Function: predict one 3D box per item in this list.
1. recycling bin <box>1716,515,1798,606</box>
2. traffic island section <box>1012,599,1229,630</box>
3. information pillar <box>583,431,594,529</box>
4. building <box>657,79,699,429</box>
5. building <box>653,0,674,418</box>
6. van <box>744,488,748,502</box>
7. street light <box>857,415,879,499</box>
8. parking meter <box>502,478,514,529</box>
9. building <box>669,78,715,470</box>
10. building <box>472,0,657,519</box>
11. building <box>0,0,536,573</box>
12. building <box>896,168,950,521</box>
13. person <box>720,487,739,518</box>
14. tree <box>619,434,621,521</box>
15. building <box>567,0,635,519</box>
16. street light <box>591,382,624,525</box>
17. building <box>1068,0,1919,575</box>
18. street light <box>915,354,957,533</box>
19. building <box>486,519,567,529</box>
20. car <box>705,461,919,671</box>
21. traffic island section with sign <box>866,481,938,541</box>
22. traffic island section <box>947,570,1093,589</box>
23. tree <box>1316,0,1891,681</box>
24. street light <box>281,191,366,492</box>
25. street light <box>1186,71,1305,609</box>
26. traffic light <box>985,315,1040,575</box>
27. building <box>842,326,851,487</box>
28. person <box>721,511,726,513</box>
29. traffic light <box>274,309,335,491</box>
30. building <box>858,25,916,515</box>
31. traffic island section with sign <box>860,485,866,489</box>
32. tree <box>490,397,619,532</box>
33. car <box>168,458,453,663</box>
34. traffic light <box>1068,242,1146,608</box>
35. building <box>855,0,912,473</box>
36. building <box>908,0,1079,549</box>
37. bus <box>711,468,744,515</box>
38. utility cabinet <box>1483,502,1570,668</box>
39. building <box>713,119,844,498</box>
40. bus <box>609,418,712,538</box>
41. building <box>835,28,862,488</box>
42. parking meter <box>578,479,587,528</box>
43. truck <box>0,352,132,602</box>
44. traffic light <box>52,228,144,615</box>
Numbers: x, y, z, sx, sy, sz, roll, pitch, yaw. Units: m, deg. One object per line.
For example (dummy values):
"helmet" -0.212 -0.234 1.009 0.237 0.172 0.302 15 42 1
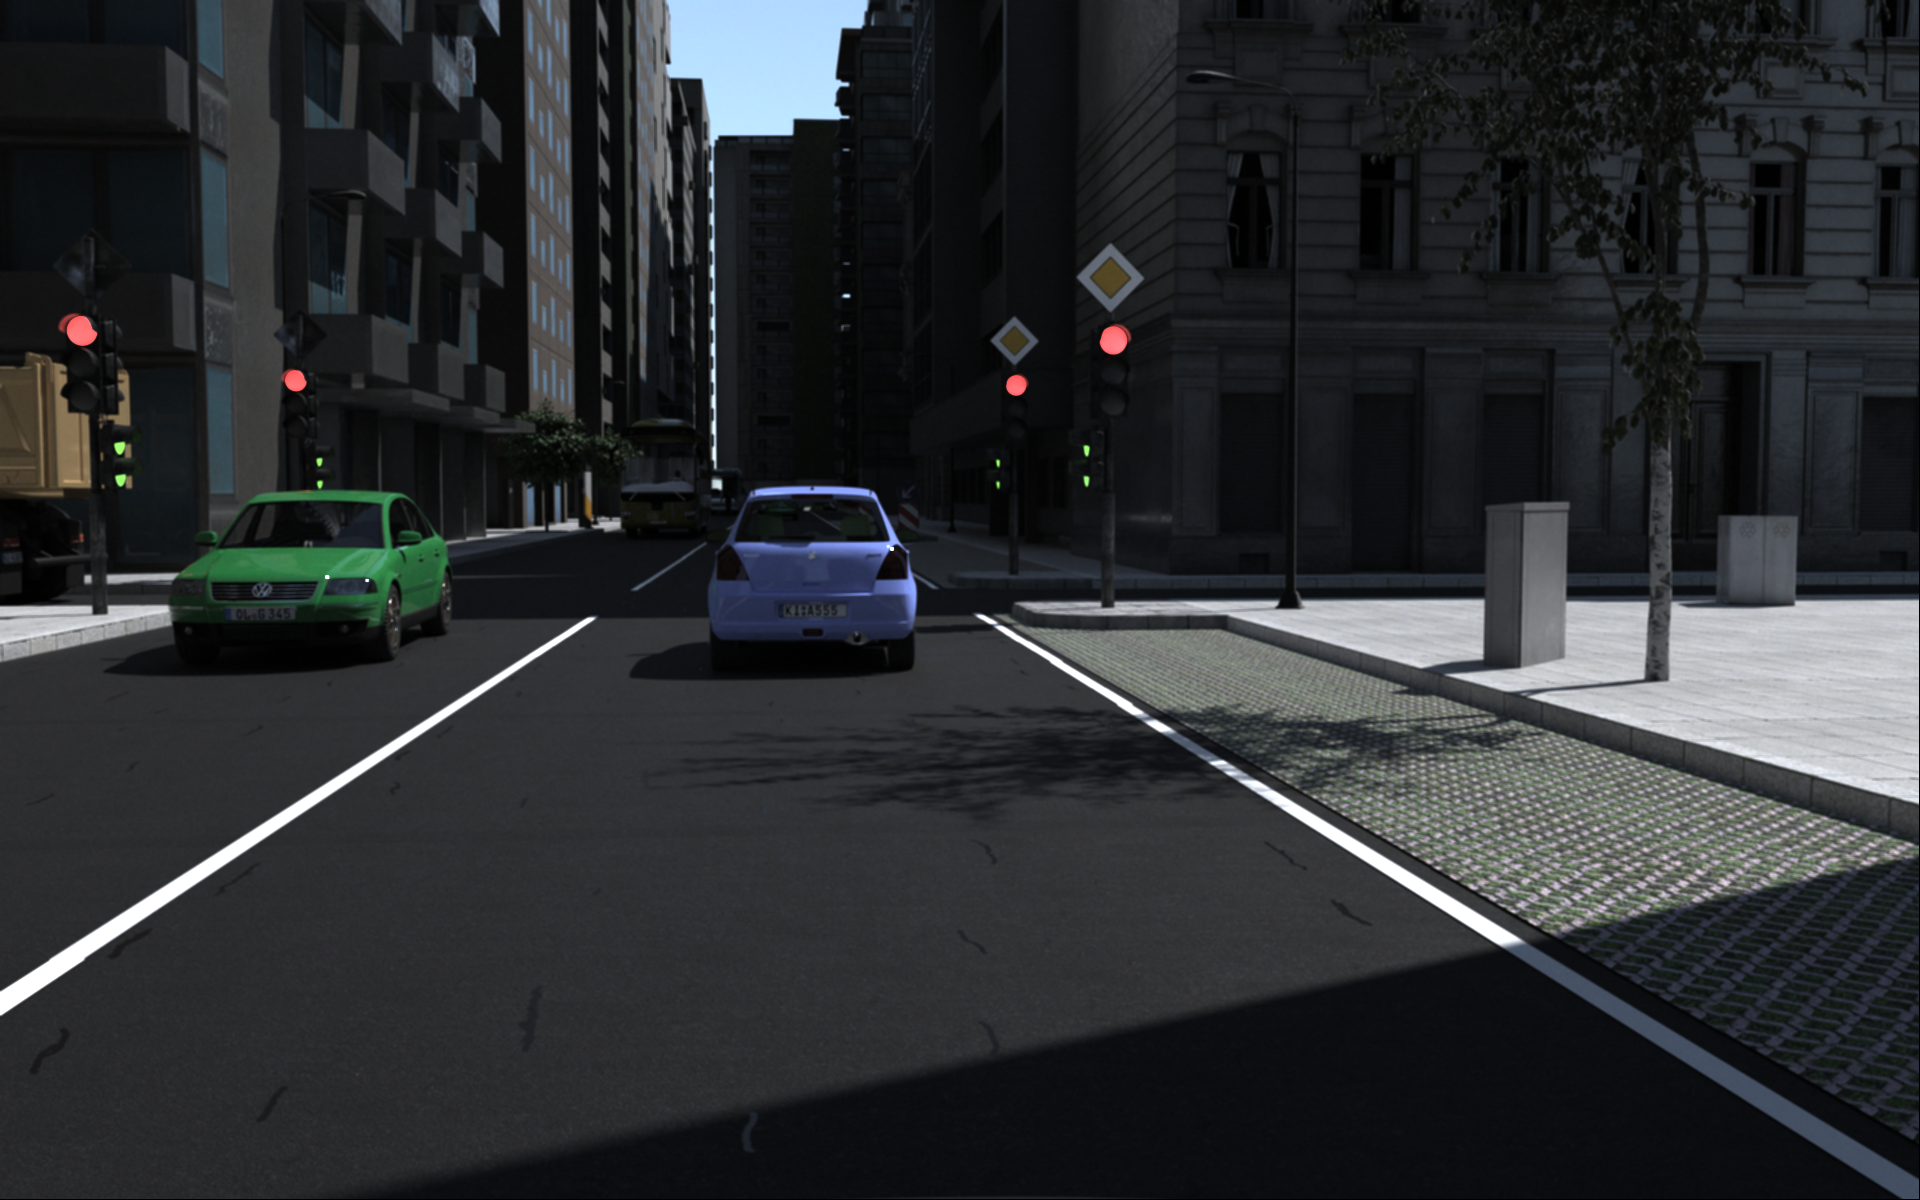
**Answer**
"recycling bin" 9.302 -0.470 20.241 0.722 1.027 0.722 1 4 12
"traffic island section" 1.694 0.165 19.588 2.009 0.180 2.903 0 4 -6
"information pillar" -13.834 -4.465 64.349 0.183 3.616 0.504 1 4 14
"building" -36.465 -28.588 159.301 23.993 40.220 32.217 0 4 -6
"building" -35.249 -32.861 126.513 28.713 52.752 27.495 0 4 -6
"van" -20.499 -9.437 158.670 2.240 2.365 5.245 0 4 -7
"street light" -5.350 -7.899 101.687 1.470 5.913 1.316 0 4 -6
"parking meter" -16.530 -3.527 63.375 0.255 1.863 0.399 1 4 18
"building" -38.735 -34.841 193.356 21.600 48.544 21.300 0 4 -6
"building" -26.317 -27.928 106.739 14.600 45.320 14.200 0 4 -6
"building" -23.073 -25.624 38.554 23.786 49.044 30.456 0 4 -6
"building" 4.189 -16.295 85.503 14.460 24.649 34.723 0 4 -6
"person" -13.907 -5.872 104.140 0.705 1.869 1.348 3 5 45
"tree" -16.756 -6.055 82.710 4.285 4.588 4.351 0 3 0
"building" -24.990 -19.565 91.584 14.160 30.474 14.107 0 4 -6
"street light" -14.566 -6.060 71.622 1.470 5.913 1.316 0 4 -6
"building" 11.695 -11.199 32.254 18.267 20.994 9.793 0 4 -6
"street light" -0.801 -5.193 57.454 1.470 5.913 1.316 0 4 -6
"building" -23.457 -25.624 69.059 14.600 45.320 14.200 0 4 -6
"car" -1.310 -0.356 15.414 1.945 1.707 3.694 0 4 -5
"traffic island section with sign" -1.741 -2.710 52.944 1.989 1.847 2.006 0 4 -6
"traffic island section" 0.876 -0.321 27.532 2.009 0.180 2.903 0 4 -6
"tree" 4.569 -3.751 11.689 4.360 8.622 3.978 0 3 0
"street light" -9.808 -3.310 26.663 1.470 5.913 1.316 0 4 -6
"street light" 3.177 -2.857 19.257 1.470 5.913 1.316 0 4 -6
"traffic light" 0.835 -2.354 27.414 0.839 4.253 0.868 0 4 -6
"building" 0.894 -21.793 201.347 28.899 21.520 27.650 0 4 -6
"person" -17.891 -7.487 130.896 0.705 1.826 1.348 1 4 15
"traffic light" -9.968 -2.286 26.289 0.839 4.253 0.868 0 4 -6
"building" 0.385 -20.785 111.542 14.160 30.474 14.107 0 4 -6
"traffic island section with sign" -4.505 -4.353 79.802 1.989 1.847 2.006 0 4 -6
"tree" -14.109 -4.584 58.664 4.285 4.588 4.351 0 3 0
"car" -5.911 -0.449 16.145 1.959 1.807 4.718 0 4 -8
"traffic light" 1.653 -1.868 19.470 0.839 4.253 0.868 0 4 -6
"building" 3.995 -31.491 134.484 23.786 49.044 30.456 0 4 -6
"building" 6.561 -14.323 53.246 14.314 24.678 30.058 0 4 -6
"bus" -16.635 -7.728 121.207 2.948 3.499 13.247 0 4 -5
"utility cabinet" 4.311 -0.124 13.197 0.306 1.237 1.020 3 4 37
"building" -20.054 -31.084 191.809 14.086 41.232 14.154 0 4 -6
"bus" -10.087 -4.181 59.909 2.896 3.916 12.252 0 4 -6
"building" -0.548 -31.162 164.117 22.147 44.769 28.867 0 4 -6
"parking meter" -14.366 -3.698 66.181 0.399 1.863 0.255 -2 4 -24
"truck" -16.001 -1.593 21.966 9.791 3.379 3.469 0 4 -4
"traffic light" -9.149 -1.800 18.346 0.839 4.253 0.868 0 4 -6
